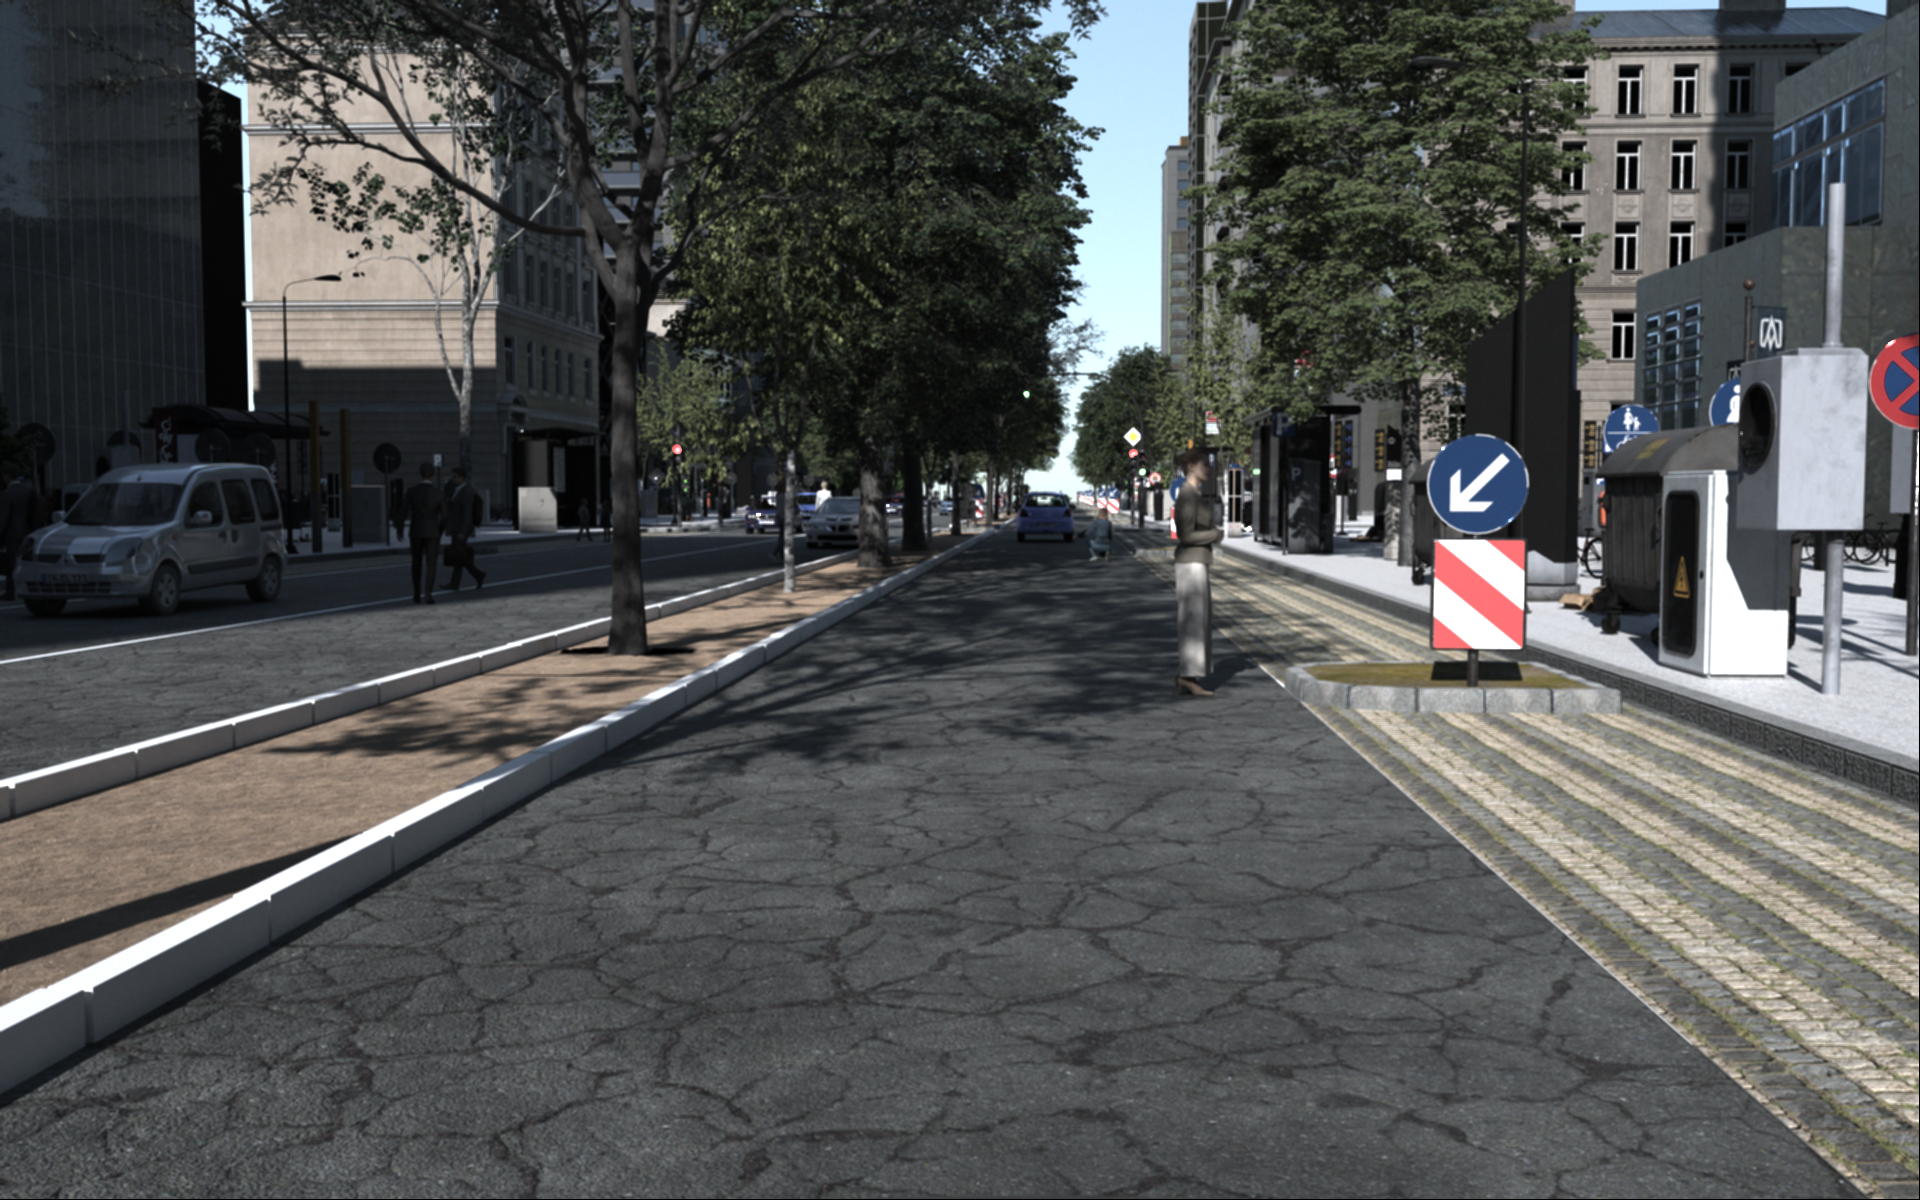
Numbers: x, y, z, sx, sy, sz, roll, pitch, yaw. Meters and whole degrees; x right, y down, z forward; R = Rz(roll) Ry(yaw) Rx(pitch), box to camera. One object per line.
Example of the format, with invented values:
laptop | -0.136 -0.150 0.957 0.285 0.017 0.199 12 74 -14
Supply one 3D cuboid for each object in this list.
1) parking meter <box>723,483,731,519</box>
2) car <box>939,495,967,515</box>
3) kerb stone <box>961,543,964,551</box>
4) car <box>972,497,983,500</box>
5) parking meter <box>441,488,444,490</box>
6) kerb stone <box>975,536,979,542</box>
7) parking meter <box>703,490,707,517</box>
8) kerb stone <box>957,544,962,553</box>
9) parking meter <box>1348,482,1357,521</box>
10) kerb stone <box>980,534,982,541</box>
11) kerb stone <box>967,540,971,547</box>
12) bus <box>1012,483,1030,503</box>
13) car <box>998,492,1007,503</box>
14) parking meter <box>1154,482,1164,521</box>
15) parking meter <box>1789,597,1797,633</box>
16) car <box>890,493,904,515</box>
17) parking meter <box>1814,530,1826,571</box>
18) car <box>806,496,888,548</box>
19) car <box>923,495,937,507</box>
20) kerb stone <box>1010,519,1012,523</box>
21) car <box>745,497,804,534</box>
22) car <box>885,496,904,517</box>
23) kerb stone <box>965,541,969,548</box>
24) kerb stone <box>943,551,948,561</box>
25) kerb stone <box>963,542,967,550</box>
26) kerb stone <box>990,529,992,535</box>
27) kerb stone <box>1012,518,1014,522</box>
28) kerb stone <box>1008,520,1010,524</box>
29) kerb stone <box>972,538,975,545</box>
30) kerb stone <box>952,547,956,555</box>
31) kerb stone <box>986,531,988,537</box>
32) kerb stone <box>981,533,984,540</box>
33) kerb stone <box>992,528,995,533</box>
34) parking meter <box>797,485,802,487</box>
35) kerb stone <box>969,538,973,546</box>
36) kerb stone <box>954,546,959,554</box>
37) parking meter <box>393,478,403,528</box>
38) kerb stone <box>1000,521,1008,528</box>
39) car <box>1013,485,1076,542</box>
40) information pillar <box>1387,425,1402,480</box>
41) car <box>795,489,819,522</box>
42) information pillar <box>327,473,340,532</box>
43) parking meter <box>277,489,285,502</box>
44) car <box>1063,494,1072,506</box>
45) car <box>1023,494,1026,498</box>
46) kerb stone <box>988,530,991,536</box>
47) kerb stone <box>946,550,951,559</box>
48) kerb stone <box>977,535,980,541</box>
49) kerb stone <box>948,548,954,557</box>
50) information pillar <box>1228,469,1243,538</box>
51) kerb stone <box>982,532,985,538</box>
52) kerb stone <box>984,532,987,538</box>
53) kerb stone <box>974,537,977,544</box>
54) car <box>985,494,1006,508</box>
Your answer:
parking meter | -12.232 -5.213 90.940 0.399 1.863 0.255 -3 5 -40
car | -0.360 -6.452 117.486 2.014 1.417 4.499 0 4 5
kerb stone | -0.045 -1.265 42.875 0.120 0.150 1.000 0 4 3
car | 2.034 -12.822 221.636 2.014 1.417 4.499 0 4 2
parking meter | -19.362 -3.476 65.237 0.372 1.533 0.369 0 3 0
kerb stone | 0.388 -1.703 50.036 0.120 0.150 1.000 0 4 3
parking meter | -14.487 -5.481 98.022 0.372 1.533 0.369 0 3 0
kerb stone | -0.102 -1.202 41.855 0.120 0.150 1.000 0 4 3
parking meter | 18.790 -4.719 82.861 0.399 1.863 0.255 -3 5 -40
kerb stone | 0.505 -1.828 52.077 0.120 0.150 1.000 0 4 3
kerb stone | 0.141 -1.448 45.938 0.120 0.150 1.000 0 4 3
bus | 10.489 -18.375 295.288 2.948 3.499 13.247 0 4 4
car | 6.571 -16.827 283.799 2.281 1.827 5.304 0 4 3
parking meter | 9.512 -4.714 82.792 0.255 1.863 0.399 -3 5 -41
parking meter | 7.382 -0.445 15.684 0.372 1.533 0.369 0 3 0
car | -3.772 -6.707 118.700 2.155 1.783 4.494 0 4 4
parking meter | 14.501 -1.420 28.926 0.399 1.863 0.255 0 4 1
car | -3.044 -2.142 47.389 2.083 1.381 4.827 0 4 4
car | -3.391 -10.591 185.736 1.945 1.354 3.894 0 4 3
kerb stone | 2.242 -3.614 81.326 0.120 0.150 1.000 0 4 3
car | -6.789 -3.112 63.453 1.945 1.354 3.894 0 4 3
car | -4.089 -5.905 109.123 1.945 1.354 3.894 0 4 5
kerb stone | 0.076 -1.390 44.916 0.120 0.150 1.000 0 4 3
kerb stone | -0.405 -0.890 36.742 0.120 0.150 1.000 0 4 3
kerb stone | 0.019 -1.327 43.896 0.120 0.150 1.000 0 4 3
kerb stone | 0.926 -2.261 59.234 0.120 0.150 1.000 0 4 3
kerb stone | 2.428 -3.804 84.395 0.120 0.150 1.000 0 4 3
kerb stone | 2.065 -3.423 78.262 0.120 0.150 1.000 0 4 3
kerb stone | 0.263 -1.571 47.986 0.120 0.150 1.000 0 4 3
kerb stone | -0.231 -1.077 39.810 0.120 0.150 1.000 0 4 3
kerb stone | 0.746 -2.076 56.162 0.120 0.150 1.000 0 4 3
kerb stone | 0.573 -1.890 53.097 0.120 0.150 1.000 0 4 3
kerb stone | 1.054 -2.391 61.285 0.120 0.150 1.000 0 4 3
parking meter | -10.651 -6.644 114.342 0.255 1.863 0.399 2 4 30
kerb stone | 0.206 -1.515 46.965 0.120 0.150 1.000 0 4 3
kerb stone | -0.164 -1.134 40.834 0.120 0.150 1.000 0 4 3
parking meter | -21.104 -3.629 65.052 0.255 1.863 0.399 -3 5 -41
kerb stone | 1.941 -3.304 76.219 0.120 0.150 1.000 0 4 3
car | 2.578 -2.646 52.852 1.945 1.707 3.694 0 4 1
information pillar | 14.474 -4.065 57.816 0.504 3.616 0.183 1 4 15
car | -6.922 -4.278 79.529 1.945 1.707 3.694 0 4 2
information pillar | -21.442 -3.350 59.269 0.304 2.012 0.304 1 4 14
parking meter | -32.174 -4.507 82.096 0.372 1.533 0.369 0 3 0
car | 9.631 -9.429 165.968 2.131 1.459 4.920 0 4 5
car | 10.966 -16.567 282.875 2.014 1.417 4.499 0 4 1
kerb stone | 0.864 -2.202 58.207 0.120 0.150 1.000 0 4 3
kerb stone | -0.339 -0.952 37.762 0.120 0.150 1.000 0 4 3
kerb stone | 0.444 -1.759 51.057 0.120 0.150 1.000 0 4 3
kerb stone | -0.289 -1.011 38.788 0.120 0.150 1.000 0 4 3
information pillar | 8.073 -2.835 50.839 0.304 2.012 0.304 -2 4 -26
kerb stone | 0.622 -1.953 54.121 0.120 0.150 1.000 0 4 3
kerb stone | 0.692 -2.015 55.141 0.120 0.150 1.000 0 4 3
kerb stone | 0.316 -1.640 49.007 0.120 0.150 1.000 0 4 3
car | 3.608 -10.271 176.974 2.155 1.783 4.494 0 4 1
